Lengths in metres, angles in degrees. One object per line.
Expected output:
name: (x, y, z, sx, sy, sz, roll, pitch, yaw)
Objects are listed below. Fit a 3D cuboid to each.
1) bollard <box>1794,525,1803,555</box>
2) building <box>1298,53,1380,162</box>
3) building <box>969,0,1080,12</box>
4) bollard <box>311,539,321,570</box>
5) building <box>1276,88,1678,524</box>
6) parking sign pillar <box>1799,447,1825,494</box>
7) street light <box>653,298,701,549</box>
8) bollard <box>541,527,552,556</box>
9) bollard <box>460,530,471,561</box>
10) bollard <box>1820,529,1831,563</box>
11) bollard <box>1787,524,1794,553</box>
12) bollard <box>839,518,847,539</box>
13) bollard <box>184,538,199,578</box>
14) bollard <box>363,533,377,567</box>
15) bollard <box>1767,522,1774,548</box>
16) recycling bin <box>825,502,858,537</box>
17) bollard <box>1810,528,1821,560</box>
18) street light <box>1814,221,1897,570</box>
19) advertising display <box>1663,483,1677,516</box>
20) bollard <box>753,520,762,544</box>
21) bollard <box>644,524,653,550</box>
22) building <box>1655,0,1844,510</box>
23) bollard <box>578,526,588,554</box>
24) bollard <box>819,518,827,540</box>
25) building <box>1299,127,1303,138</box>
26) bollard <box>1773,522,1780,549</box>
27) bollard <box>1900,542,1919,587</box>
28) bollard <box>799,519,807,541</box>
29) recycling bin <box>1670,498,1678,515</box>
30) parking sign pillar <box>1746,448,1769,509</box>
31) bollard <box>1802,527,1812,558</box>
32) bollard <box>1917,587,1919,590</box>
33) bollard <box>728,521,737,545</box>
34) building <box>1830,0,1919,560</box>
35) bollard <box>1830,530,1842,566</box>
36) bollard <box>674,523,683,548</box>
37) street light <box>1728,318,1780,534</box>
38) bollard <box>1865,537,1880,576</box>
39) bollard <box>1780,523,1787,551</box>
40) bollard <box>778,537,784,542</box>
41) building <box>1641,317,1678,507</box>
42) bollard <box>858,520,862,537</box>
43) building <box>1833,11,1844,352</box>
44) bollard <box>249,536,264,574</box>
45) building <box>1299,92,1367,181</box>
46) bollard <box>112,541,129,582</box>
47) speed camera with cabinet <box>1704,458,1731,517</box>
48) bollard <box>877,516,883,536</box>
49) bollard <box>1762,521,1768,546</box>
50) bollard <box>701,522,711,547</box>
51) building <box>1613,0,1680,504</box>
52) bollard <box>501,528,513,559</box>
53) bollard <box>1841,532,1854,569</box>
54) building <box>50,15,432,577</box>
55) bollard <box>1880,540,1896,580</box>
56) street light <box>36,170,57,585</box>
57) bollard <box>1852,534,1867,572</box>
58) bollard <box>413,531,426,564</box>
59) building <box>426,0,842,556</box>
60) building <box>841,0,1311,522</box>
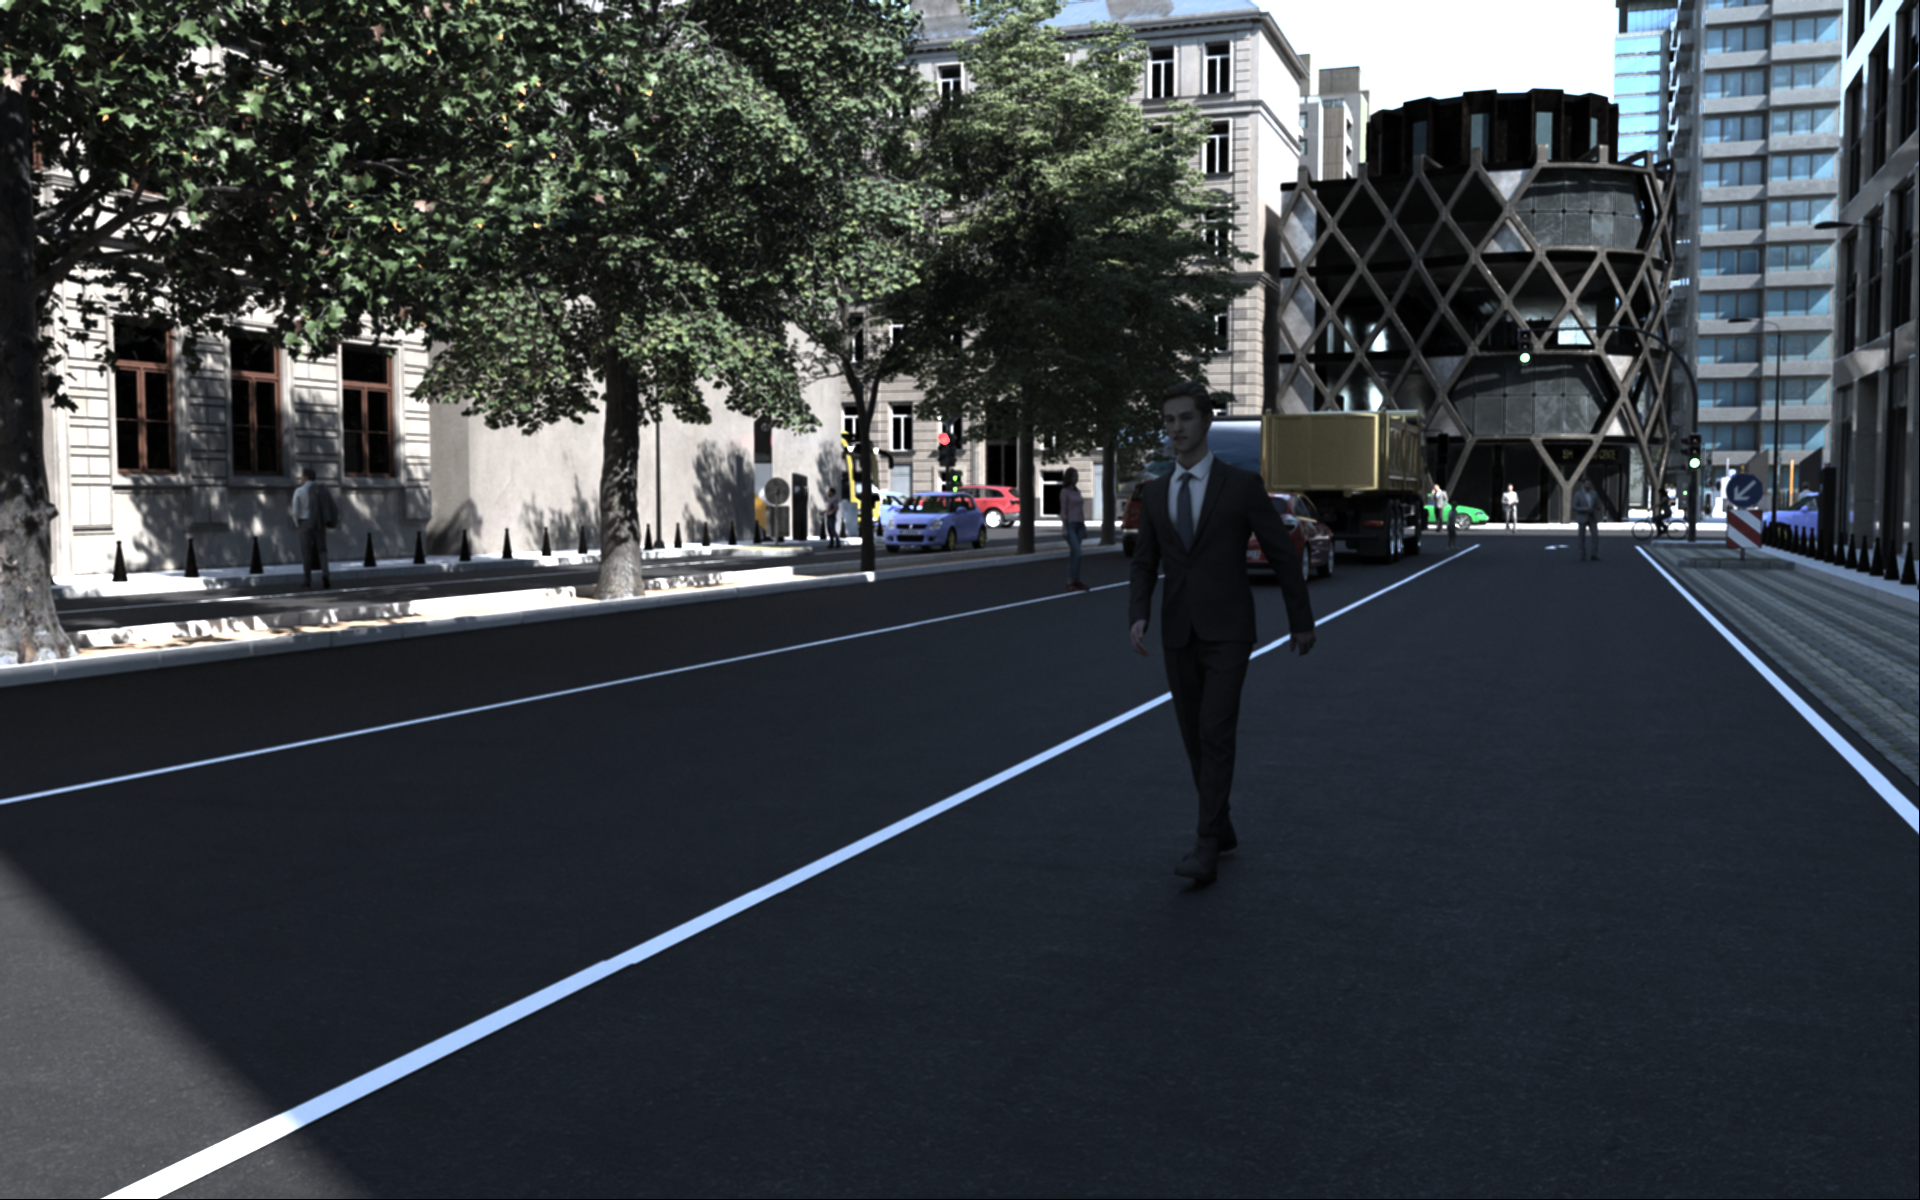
bollard: (17.686, -1.240, 36.309, 0.229, 0.601, 0.229, 0, 3, 0)
building: (35.978, -35.039, 196.592, 21.600, 48.544, 21.300, 1, 4, 20)
building: (10.844, -54.469, 203.246, 31.000, 86.520, 22.319, 1, 4, 20)
bollard: (-10.872, -0.805, 29.206, 0.229, 0.601, 0.229, 0, 3, 0)
building: (24.382, -13.074, 81.206, 16.811, 18.784, 16.820, 1, 4, 20)
parking sign pillar: (48.582, -6.746, 98.773, 1.447, 3.967, 1.447, -2, 4, -33)
street light: (-6.581, -4.152, 40.421, 1.470, 5.913, 1.316, 1, 4, 20)
bollard: (-8.533, -1.204, 35.720, 0.229, 0.601, 0.229, 0, 3, 0)
bollard: (-9.468, -1.044, 33.119, 0.229, 0.601, 0.229, 0, 3, 0)
bollard: (16.289, -1.001, 32.409, 0.229, 0.601, 0.229, 0, 3, 0)
bollard: (18.154, -1.319, 37.608, 0.229, 0.601, 0.229, 0, 3, 0)
bollard: (-3.383, -2.079, 50.036, 0.229, 0.601, 0.229, 0, 3, 0)
bollard: (-11.811, -0.646, 26.608, 0.229, 0.601, 0.229, 0, 3, 0)
bollard: (-10.402, -0.885, 30.518, 0.229, 0.601, 0.229, 0, 3, 0)
bollard: (19.557, -1.558, 41.509, 0.229, 0.601, 0.229, 0, 3, 0)
recycling bin: (-3.538, -2.397, 51.744, 0.722, 1.027, 0.722, 3, 4, 39)
bollard: (16.752, -1.081, 33.710, 0.229, 0.601, 0.229, 0, 3, 0)
street light: (15.243, -3.484, 29.503, 1.470, 5.913, 1.316, 1, 4, 20)
advertising display: (40.975, -5.818, 100.340, 0.974, 1.923, 0.123, 1, 4, 17)
bollard: (-5.253, -1.761, 44.840, 0.229, 0.601, 0.229, 0, 3, 0)
bollard: (-7.129, -1.442, 39.617, 0.229, 0.601, 0.229, 0, 3, 0)
building: (72.535, -32.291, 147.573, 23.786, 49.044, 30.456, 1, 4, 20)
bollard: (-8.064, -1.283, 37.019, 0.229, 0.601, 0.229, 0, 3, 0)
bollard: (-3.850, -2.000, 48.737, 0.229, 0.601, 0.229, 0, 3, 0)
building: (16.953, -28.530, 158.353, 32.217, 40.220, 23.993, 1, 4, 20)
bollard: (19.089, -1.478, 40.210, 0.229, 0.601, 0.229, 0, 3, 0)
bollard: (13.471, -0.522, 24.578, 0.229, 0.601, 0.229, 0, 3, 0)
bollard: (-4.315, -1.920, 47.437, 0.229, 0.601, 0.229, 0, 3, 0)
recycling bin: (44.303, -5.833, 107.919, 0.722, 1.027, 0.722, 2, 4, 24)
parking sign pillar: (47.072, -6.970, 102.434, 1.447, 3.967, 1.447, -1, 4, -10)
bollard: (17.221, -1.160, 35.009, 0.229, 0.601, 0.229, 0, 3, 0)
bollard: (12.994, -0.442, 23.271, 0.229, 0.601, 0.229, 0, 3, 0)
bollard: (-5.722, -1.681, 43.527, 0.229, 0.601, 0.229, 0, 3, 0)
building: (25.655, -13.462, 24.624, 19.350, 26.468, 34.151, 1, 4, 20)
bollard: (15.818, -0.922, 31.112, 0.229, 0.601, 0.229, 0, 3, 0)
bollard: (-6.663, -1.522, 40.925, 0.229, 0.601, 0.229, 0, 3, 0)
street light: (20.925, -4.471, 45.650, 1.470, 5.913, 1.316, 1, 4, 20)
bollard: (14.406, -0.682, 27.196, 0.229, 0.601, 0.229, 0, 3, 0)
bollard: (18.622, -1.398, 38.906, 0.229, 0.601, 0.229, 0, 3, 0)
bollard: (-4.781, -1.841, 46.138, 0.229, 0.601, 0.229, 0, 3, 0)
building: (84.594, -20.216, 175.565, 27.650, 21.520, 28.899, 1, 4, 20)
bollard: (-2.914, -2.159, 51.335, 0.229, 0.601, 0.229, 0, 3, 0)
building: (52.151, -17.810, 68.680, 29.804, 29.767, 11.434, 1, 4, 20)
bollard: (-11.341, -0.726, 27.906, 0.229, 0.601, 0.229, 0, 3, 0)
building: (32.643, -29.989, 173.921, 14.154, 41.232, 14.086, 1, 4, 20)
bollard: (-12.277, -0.566, 25.299, 0.229, 0.601, 0.229, 0, 3, 0)
speed camera with cabinet: (42.309, -6.261, 96.698, 0.660, 3.252, 2.038, 0, 4, 0)
bollard: (-2.437, -2.240, 52.661, 0.229, 0.601, 0.229, 0, 3, 0)
bollard: (20.024, -1.637, 42.808, 0.229, 0.601, 0.229, 0, 3, 0)
bollard: (-6.194, -1.601, 42.223, 0.229, 0.601, 0.229, 0, 3, 0)
building: (97.466, -55.876, 226.246, 31.000, 86.520, 22.319, 1, 4, 20)
bollard: (-9.000, -1.124, 34.418, 0.229, 0.601, 0.229, 0, 3, 0)
bollard: (15.347, -0.842, 29.801, 0.229, 0.601, 0.229, 0, 3, 0)
building: (-18.789, -11.674, 27.032, 11.583, 22.565, 21.152, 1, 4, 20)
bollard: (13.940, -0.602, 25.891, 0.229, 0.601, 0.229, 0, 3, 0)
street light: (-12.464, -3.157, 24.150, 1.470, 5.913, 1.316, 1, 4, 20)
bollard: (14.877, -0.762, 28.493, 0.229, 0.601, 0.229, 0, 3, 0)
bollard: (-9.935, -0.965, 31.817, 0.229, 0.601, 0.229, 0, 3, 0)
building: (-22.934, -15.015, 50.014, 34.151, 26.468, 19.350, 1, 4, 20)
building: (3.792, -17.680, 86.330, 25.104, 27.353, 12.463, 1, 4, 20)
